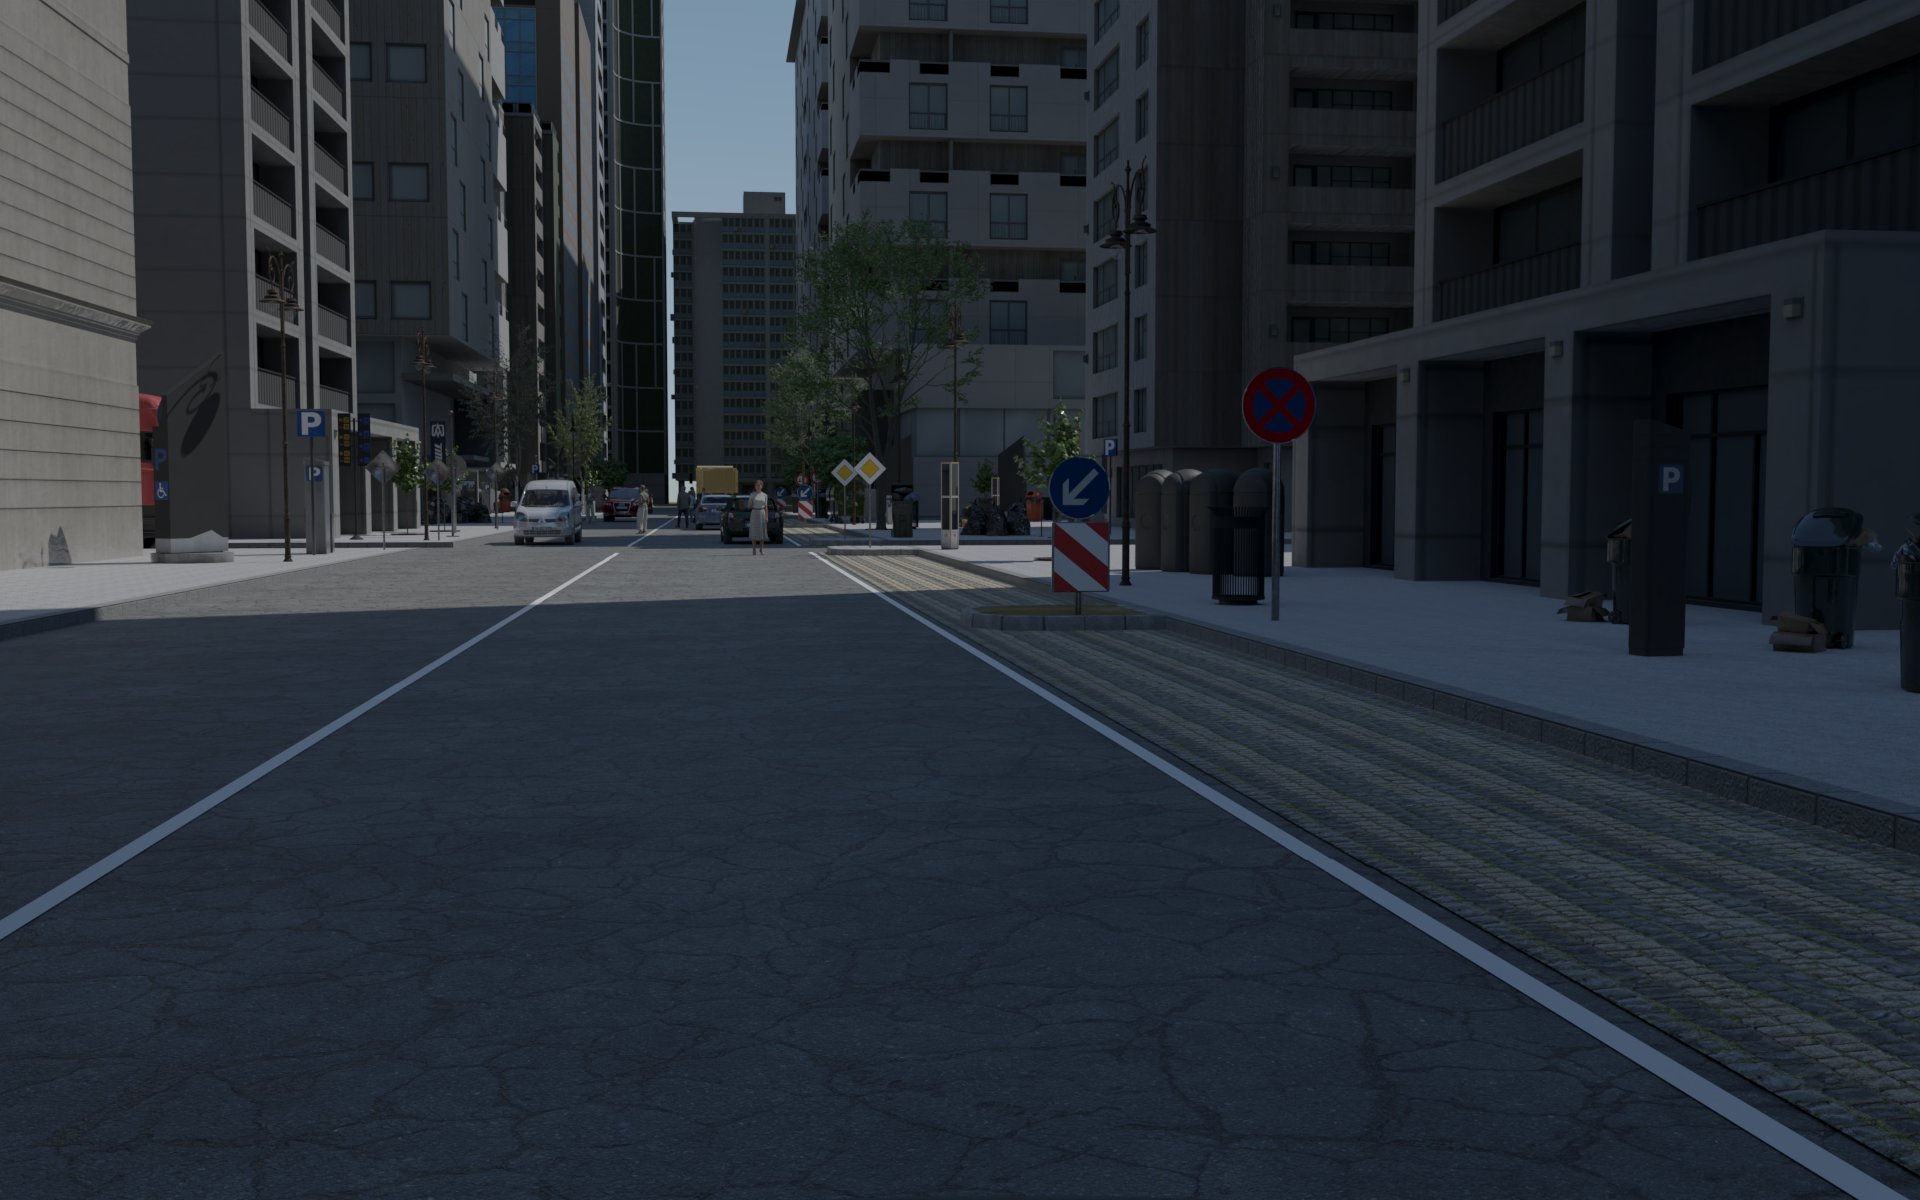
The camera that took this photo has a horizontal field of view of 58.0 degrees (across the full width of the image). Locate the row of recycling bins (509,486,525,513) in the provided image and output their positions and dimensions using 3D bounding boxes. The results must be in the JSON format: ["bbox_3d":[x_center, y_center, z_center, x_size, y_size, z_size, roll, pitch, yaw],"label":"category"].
[{"bbox_3d":[-21.770,-5.061,89.860,3.534,1.692,1.069,3,5,40],"label":"row of recycling bins"}]

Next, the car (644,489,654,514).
[{"bbox_3d":[-23.940,-7.361,129.020,2.281,1.827,5.304,-1,4,-9],"label":"car"}]

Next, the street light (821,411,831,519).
[{"bbox_3d":[-6.829,-7.081,88.562,0.468,5.910,1.993,0,4,-8],"label":"street light"}]

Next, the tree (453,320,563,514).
[{"bbox_3d":[-18.826,-7.464,72.401,4.360,8.622,3.978,0,3,0],"label":"tree"}]

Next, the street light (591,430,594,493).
[{"bbox_3d":[-24.475,-8.711,115.205,0.468,5.910,1.993,0,4,-8],"label":"street light"}]

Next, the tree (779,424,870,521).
[{"bbox_3d":[-5.635,-5.993,81.695,4.285,4.588,4.351,0,3,0],"label":"tree"}]

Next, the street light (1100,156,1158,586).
[{"bbox_3d":[2.324,-3.140,24.122,0.468,5.910,1.993,0,4,-8],"label":"street light"}]

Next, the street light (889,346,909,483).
[{"bbox_3d":[-1.903,-4.980,54.204,0.468,5.910,1.993,0,4,-8],"label":"street light"}]

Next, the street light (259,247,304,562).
[{"bbox_3d":[-12.734,-3.661,32.641,0.468,5.910,1.993,0,4,-8],"label":"street light"}]

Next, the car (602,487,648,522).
[{"bbox_3d":[-17.518,-5.022,90.782,2.281,1.827,5.304,0,4,-6],"label":"car"}]

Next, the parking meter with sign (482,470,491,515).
[{"bbox_3d":[-29.749,-6.885,108.834,0.543,3.016,1.738,-2,4,-26],"label":"parking meter with sign"}]

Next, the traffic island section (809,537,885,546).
[{"bbox_3d":[-3.252,-1.653,49.305,2.009,0.180,2.903,0,4,-8],"label":"traffic island section"}]

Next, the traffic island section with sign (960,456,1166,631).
[{"bbox_3d":[1.048,-0.633,18.973,1.989,1.847,2.006,0,4,-8],"label":"traffic island section with sign"}]

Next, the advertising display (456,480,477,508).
[{"bbox_3d":[-22.825,-4.575,80.009,0.974,1.923,0.123,0,4,4],"label":"advertising display"}]

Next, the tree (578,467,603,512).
[{"bbox_3d":[-26.590,-7.915,124.004,1.663,3.219,1.824,0,3,0],"label":"tree"}]

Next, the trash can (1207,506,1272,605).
[{"bbox_3d":[3.239,-0.519,20.132,0.748,1.137,0.748,0,3,0],"label":"trash can"}]

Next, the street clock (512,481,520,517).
[{"bbox_3d":[-24.049,-5.465,93.917,0.358,2.002,0.471,-3,5,-42],"label":"street clock"}]

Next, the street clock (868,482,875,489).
[{"bbox_3d":[-4.329,-4.895,84.608,0.358,2.002,0.471,1,4,11],"label":"street clock"}]

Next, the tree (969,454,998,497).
[{"bbox_3d":[1.155,-5.474,84.104,1.663,3.219,1.824,0,3,0],"label":"tree"}]

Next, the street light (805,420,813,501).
[{"bbox_3d":[-9.197,-8.130,105.705,0.468,5.910,1.993,0,4,-8],"label":"street light"}]

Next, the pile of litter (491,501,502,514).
[{"bbox_3d":[-30.939,-6.166,114.775,1.176,0.858,1.719,3,5,43],"label":"pile of litter"}]

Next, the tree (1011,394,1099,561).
[{"bbox_3d":[2.036,-2.377,33.468,1.663,3.219,1.824,0,3,0],"label":"tree"}]

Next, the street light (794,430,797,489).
[{"bbox_3d":[-11.685,-9.185,122.961,0.468,5.910,1.993,0,4,-8],"label":"street light"}]

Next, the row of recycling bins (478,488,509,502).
[{"bbox_3d":[-32.958,-6.906,120.022,3.534,1.692,1.069,0,4,-2],"label":"row of recycling bins"}]

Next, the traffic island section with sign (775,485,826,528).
[{"bbox_3d":[-6.746,-3.990,73.871,1.989,1.847,2.006,0,4,-8],"label":"traffic island section with sign"}]

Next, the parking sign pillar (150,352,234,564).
[{"bbox_3d":[-14.454,-2.693,32.511,1.447,3.967,1.447,2,4,26],"label":"parking sign pillar"}]

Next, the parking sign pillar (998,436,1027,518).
[{"bbox_3d":[2.437,-5.631,80.531,1.447,3.967,1.447,2,4,26],"label":"parking sign pillar"}]

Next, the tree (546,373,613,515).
[{"bbox_3d":[-23.155,-9.511,105.874,4.737,8.622,4.395,0,3,0],"label":"tree"}]

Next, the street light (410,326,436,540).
[{"bbox_3d":[-14.775,-4.587,47.793,0.468,5.910,1.993,0,4,-8],"label":"street light"}]

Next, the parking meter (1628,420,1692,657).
[{"bbox_3d":[5.560,-0.492,13.753,0.399,1.863,0.255,-1,4,-16],"label":"parking meter"}]

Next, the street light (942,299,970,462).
[{"bbox_3d":[-0.109,-4.184,41.203,0.468,5.910,1.993,0,4,-8],"label":"street light"}]

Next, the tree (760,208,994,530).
[{"bbox_3d":[-2.734,-8.327,61.902,9.928,11.665,9.643,0,3,0],"label":"tree"}]

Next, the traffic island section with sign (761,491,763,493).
[{"bbox_3d":[-10.601,-5.655,101.079,1.989,1.847,2.006,0,4,-8],"label":"traffic island section with sign"}]

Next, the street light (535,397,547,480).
[{"bbox_3d":[-19.586,-6.627,81.144,0.468,5.910,1.993,0,4,-8],"label":"street light"}]

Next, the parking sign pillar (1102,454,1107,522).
[{"bbox_3d":[6.575,-5.129,72.334,1.447,3.967,1.447,2,4,35],"label":"parking sign pillar"}]

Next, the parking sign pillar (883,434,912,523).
[{"bbox_3d":[-2.827,-5.434,77.316,1.447,3.967,1.447,-1,4,-18],"label":"parking sign pillar"}]

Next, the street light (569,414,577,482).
[{"bbox_3d":[-21.964,-7.683,98.406,0.468,5.910,1.993,0,4,-8],"label":"street light"}]

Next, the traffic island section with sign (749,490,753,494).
[{"bbox_3d":[-21.366,-10.300,177.034,1.989,1.847,2.006,0,4,-8],"label":"traffic island section with sign"}]

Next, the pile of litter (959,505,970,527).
[{"bbox_3d":[0.102,-3.257,67.222,1.176,0.858,1.719,-1,4,-16],"label":"pile of litter"}]

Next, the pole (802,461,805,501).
[{"bbox_3d":[-9.779,-6.992,108.161,0.158,3.312,0.155,0,3,0],"label":"pole"}]

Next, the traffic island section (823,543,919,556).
[{"bbox_3d":[-2.130,-1.169,41.399,2.009,0.180,2.903,0,4,-8],"label":"traffic island section"}]

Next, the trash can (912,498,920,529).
[{"bbox_3d":[-1.816,-3.161,63.338,0.748,1.137,0.748,0,3,0],"label":"trash can"}]

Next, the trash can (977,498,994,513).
[{"bbox_3d":[1.056,-3.669,71.646,0.748,1.137,0.748,0,3,0],"label":"trash can"}]

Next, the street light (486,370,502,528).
[{"bbox_3d":[-17.320,-5.612,64.548,0.468,5.910,1.993,0,4,-8],"label":"street light"}]

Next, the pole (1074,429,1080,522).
[{"bbox_3d":[3.543,-3.588,52.500,0.158,3.312,0.155,0,3,0],"label":"pole"}]

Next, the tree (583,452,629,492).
[{"bbox_3d":[-29.240,-9.846,144.698,4.285,4.588,4.351,0,3,0],"label":"tree"}]

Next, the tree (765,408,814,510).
[{"bbox_3d":[-13.535,-11.546,139.138,4.737,8.622,4.395,0,3,0],"label":"tree"}]

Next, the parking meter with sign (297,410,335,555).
[{"bbox_3d":[-13.718,-2.493,37.016,0.543,3.016,1.738,-1,4,-12],"label":"parking meter with sign"}]

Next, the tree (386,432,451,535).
[{"bbox_3d":[-17.156,-3.641,54.128,1.663,3.219,1.824,0,3,0],"label":"tree"}]

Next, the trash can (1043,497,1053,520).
[{"bbox_3d":[4.362,-4.459,84.565,0.748,1.137,0.748,0,3,0],"label":"trash can"}]

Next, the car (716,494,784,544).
[{"bbox_3d":[-6.156,-2.520,50.989,2.009,1.686,4.222,-1,4,-10],"label":"car"}]

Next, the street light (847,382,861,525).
[{"bbox_3d":[-4.392,-6.049,71.685,0.468,5.910,1.993,0,4,-8],"label":"street light"}]

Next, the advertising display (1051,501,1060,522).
[{"bbox_3d":[4.455,-4.575,80.019,0.123,1.923,0.974,-1,4,-19],"label":"advertising display"}]

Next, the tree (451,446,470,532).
[{"bbox_3d":[-17.437,-3.934,58.918,1.663,3.219,1.824,0,3,0],"label":"tree"}]

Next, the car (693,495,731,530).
[{"bbox_3d":[-9.807,-3.552,70.083,2.014,1.417,4.499,0,4,-8],"label":"car"}]

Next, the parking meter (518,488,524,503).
[{"bbox_3d":[-18.764,-4.022,74.173,0.372,1.533,0.369,0,3,0],"label":"parking meter"}]

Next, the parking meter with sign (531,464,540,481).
[{"bbox_3d":[-24.562,-6.466,101.975,0.543,3.016,1.738,1,4,17],"label":"parking meter with sign"}]

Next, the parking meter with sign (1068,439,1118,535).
[{"bbox_3d":[4.127,-3.544,54.201,1.738,3.016,0.543,-3,5,-41],"label":"parking meter with sign"}]

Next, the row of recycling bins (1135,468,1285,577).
[{"bbox_3d":[4.012,-1.293,28.257,1.069,1.692,3.534,-2,4,-28],"label":"row of recycling bins"}]
